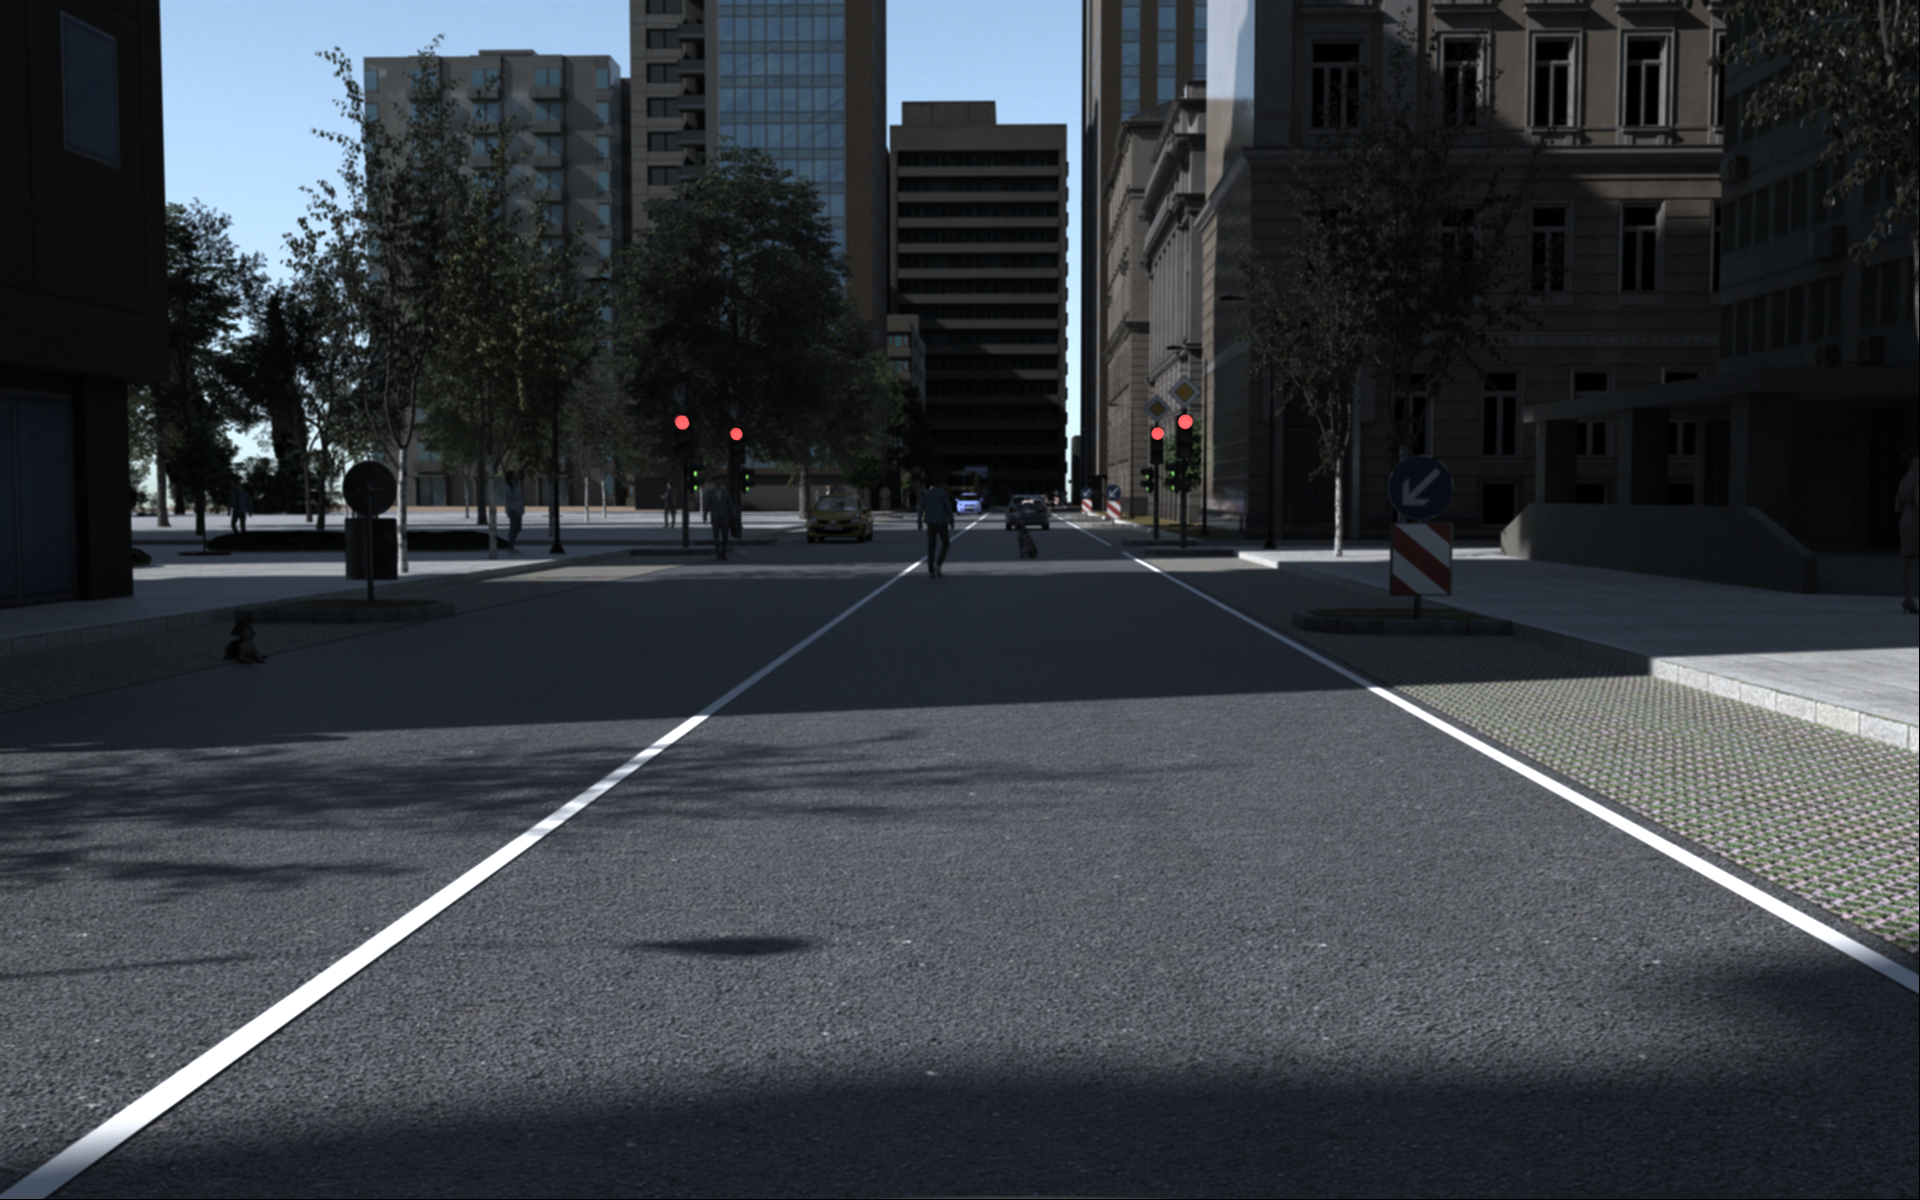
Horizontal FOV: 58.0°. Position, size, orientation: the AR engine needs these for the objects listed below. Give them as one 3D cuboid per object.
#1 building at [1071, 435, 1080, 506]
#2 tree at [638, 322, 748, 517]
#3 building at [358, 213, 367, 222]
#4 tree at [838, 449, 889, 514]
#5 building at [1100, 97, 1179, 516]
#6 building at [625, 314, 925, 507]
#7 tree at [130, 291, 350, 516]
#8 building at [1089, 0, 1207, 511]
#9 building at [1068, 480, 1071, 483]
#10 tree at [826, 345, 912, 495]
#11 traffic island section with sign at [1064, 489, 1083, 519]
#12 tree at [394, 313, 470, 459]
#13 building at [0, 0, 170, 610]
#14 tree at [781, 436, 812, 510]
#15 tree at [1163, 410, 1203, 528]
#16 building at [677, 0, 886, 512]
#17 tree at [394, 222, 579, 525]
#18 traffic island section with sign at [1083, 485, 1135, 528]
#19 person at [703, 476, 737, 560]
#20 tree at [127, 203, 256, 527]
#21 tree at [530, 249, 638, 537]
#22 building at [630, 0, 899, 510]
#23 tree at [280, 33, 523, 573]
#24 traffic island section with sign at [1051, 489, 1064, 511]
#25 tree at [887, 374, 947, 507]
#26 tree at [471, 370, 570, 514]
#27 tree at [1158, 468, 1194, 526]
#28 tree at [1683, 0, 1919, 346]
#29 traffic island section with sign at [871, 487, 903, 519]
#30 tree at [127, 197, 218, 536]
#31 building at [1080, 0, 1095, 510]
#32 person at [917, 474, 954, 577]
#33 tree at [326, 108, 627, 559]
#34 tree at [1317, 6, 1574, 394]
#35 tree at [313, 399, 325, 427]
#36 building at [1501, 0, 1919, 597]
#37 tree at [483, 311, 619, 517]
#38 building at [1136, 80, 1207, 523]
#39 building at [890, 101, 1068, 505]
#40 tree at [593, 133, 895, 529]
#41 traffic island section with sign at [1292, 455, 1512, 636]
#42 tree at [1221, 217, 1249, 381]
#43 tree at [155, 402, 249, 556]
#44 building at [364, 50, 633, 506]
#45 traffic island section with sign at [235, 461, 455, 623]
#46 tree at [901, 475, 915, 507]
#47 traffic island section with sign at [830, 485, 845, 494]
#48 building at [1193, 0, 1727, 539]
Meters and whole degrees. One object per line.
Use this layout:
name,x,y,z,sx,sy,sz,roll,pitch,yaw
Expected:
building,23.565,-53.204,182.560,22.319,86.520,31.000,0,4,2
tree,-11.670,-7.591,74.480,4.360,8.622,3.978,0,3,0
building,-62.143,-32.605,224.967,23.993,40.220,32.217,0,4,2
tree,-6.283,-7.937,113.484,4.285,4.588,4.351,0,3,0
building,15.775,-19.189,111.011,12.463,27.353,25.104,0,4,2
building,-18.909,-20.973,187.950,28.899,21.520,27.650,0,4,2
tree,-47.929,-12.985,114.125,13.155,14.587,18.604,-3,4,-38
building,17.332,-29.530,132.927,14.600,45.320,14.200,0,4,2
building,28.266,-34.437,217.670,28.867,44.769,22.147,0,4,2
tree,-6.958,-11.879,119.971,9.928,11.665,9.643,0,3,0
traffic island section with sign,7.261,-5.655,101.089,1.989,1.847,2.006,0,4,2
tree,-22.637,-7.797,61.887,7.601,10.594,8.767,0,4,-1
building,-17.180,-22.255,13.973,14.600,45.320,14.200,0,4,2
tree,-10.104,-9.595,107.239,4.737,8.622,4.395,0,3,0
tree,9.239,-5.025,65.871,4.285,4.588,4.351,0,3,0
building,-12.991,-29.459,131.771,14.600,45.320,14.200,0,4,2
tree,-19.889,-9.436,72.399,7.486,12.596,7.792,0,3,0
traffic island section with sign,6.387,-3.983,73.750,1.989,1.847,2.006,0,4,2
person,-5.190,-1.765,37.475,0.709,1.813,0.853,-1,4,-20
tree,-31.114,-9.120,67.243,7.486,12.596,7.792,0,3,0
tree,-12.458,-6.191,51.579,4.360,8.622,3.978,0,3,0
building,-15.890,-43.447,148.609,20.563,71.187,20.611,0,4,2
tree,-9.170,-4.765,28.275,4.360,8.622,3.978,0,3,0
traffic island section with sign,8.880,-8.700,150.866,1.989,1.847,2.006,0,4,2
tree,-5.964,-15.232,166.056,9.611,12.733,9.660,0,3,0
tree,-28.895,-10.739,110.000,8.767,10.594,7.601,-2,4,-30
tree,9.168,-4.675,71.034,1.663,3.219,1.824,0,3,0
tree,7.180,-3.796,12.423,4.360,8.622,3.978,0,3,0
traffic island section with sign,-4.345,-5.672,101.369,1.989,1.847,2.006,0,4,2
tree,-23.503,-7.299,53.745,8.767,10.594,7.601,0,4,5
building,21.291,-37.405,153.574,21.231,58.520,28.212,0,4,2
person,-0.413,-1.276,29.708,0.601,1.785,0.444,1,4,23
tree,-8.961,-5.099,33.726,4.737,8.622,4.395,0,3,0
tree,7.238,-4.703,27.256,4.360,8.622,3.978,0,3,0
tree,-31.490,-8.496,89.273,4.737,8.622,4.395,0,3,0
building,27.136,-20.522,27.412,32.217,40.220,23.993,0,4,2
tree,-23.533,-10.598,99.039,9.928,11.665,9.643,0,3,0
building,16.243,-14.971,86.569,13.314,21.916,24.055,0,4,2
building,2.499,-36.298,217.176,21.600,48.544,21.300,0,4,2
tree,-8.302,-9.581,63.305,9.857,13.997,8.962,0,3,0
traffic island section with sign,4.599,-0.597,18.386,1.989,1.847,2.006,0,4,2
tree,7.546,-5.200,35.388,4.360,8.622,3.978,0,3,0
tree,-15.865,-2.555,36.369,1.663,3.219,1.824,0,3,0
building,-48.506,-34.891,190.068,30.456,49.044,23.786,0,4,2
traffic island section with sign,-6.980,-0.695,19.996,1.989,1.847,2.006,0,4,2
tree,-5.348,-10.888,172.626,1.663,3.219,1.824,0,3,0
traffic island section with sign,-5.225,-4.006,74.133,1.989,1.847,2.006,0,4,2
building,18.026,-16.414,54.271,20.117,28.700,13.634,0,4,2
